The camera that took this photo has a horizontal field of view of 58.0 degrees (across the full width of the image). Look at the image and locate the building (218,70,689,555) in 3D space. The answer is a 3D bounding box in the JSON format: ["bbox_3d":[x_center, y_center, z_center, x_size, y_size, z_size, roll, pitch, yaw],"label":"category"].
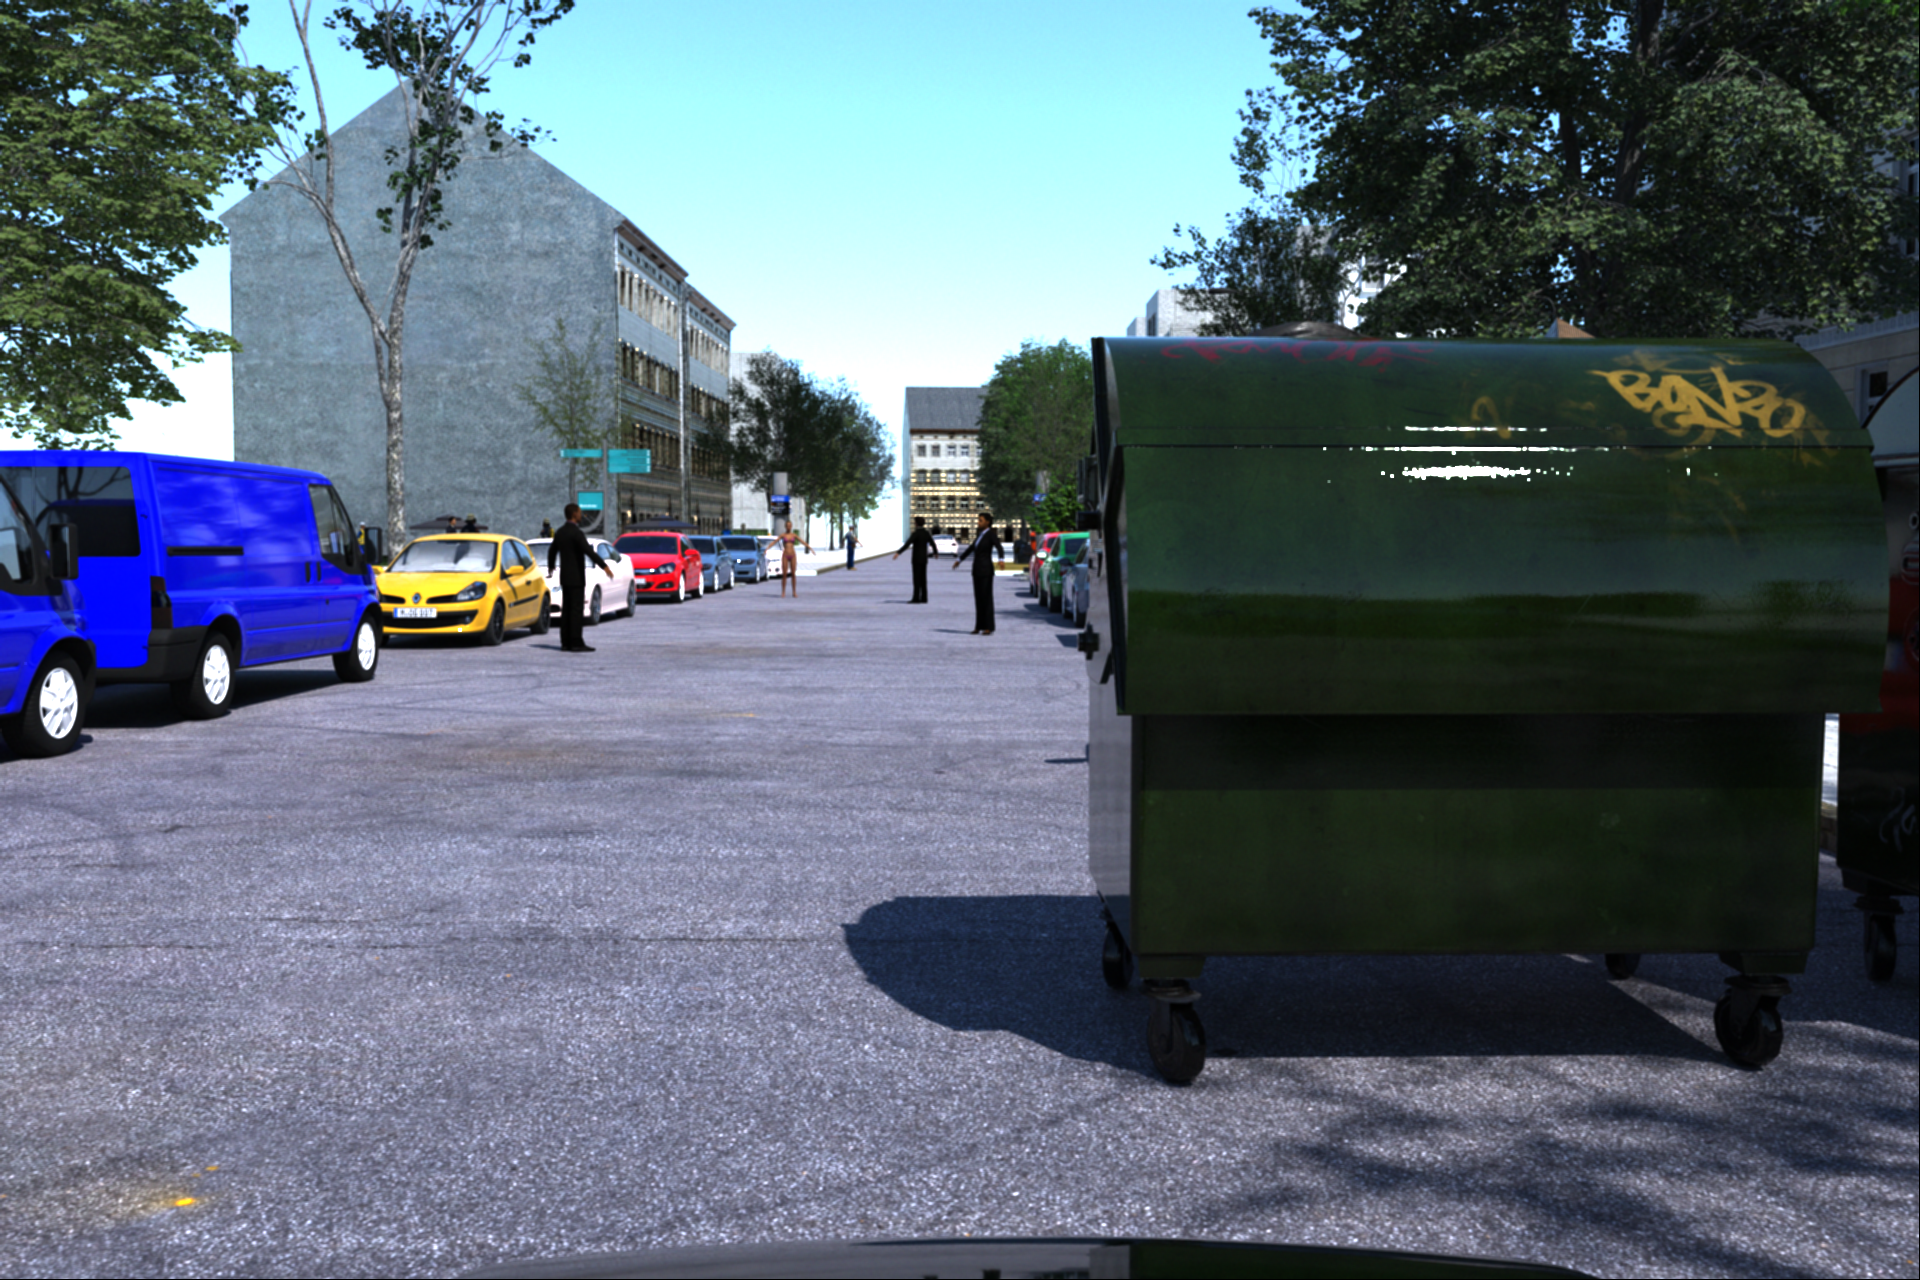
[{"bbox_3d":[-25.538,-15.952,91.747,19.493,23.208,18.063,0,4,1],"label":"building"}]

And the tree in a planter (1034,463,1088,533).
[{"bbox_3d":[2.793,-2.849,43.811,1.991,3.239,1.994,0,4,1],"label":"tree in a planter"}]

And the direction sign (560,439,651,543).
[{"bbox_3d":[-9.944,-3.698,49.231,2.525,3.948,1.411,0,4,0],"label":"direction sign"}]

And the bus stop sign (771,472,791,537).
[{"bbox_3d":[-7.674,-5.201,74.054,0.837,3.901,0.837,0,4,-1],"label":"bus stop sign"}]

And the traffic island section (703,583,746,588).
[{"bbox_3d":[-6.872,-1.485,47.149,1.991,0.108,1.994,0,3,0],"label":"traffic island section"}]

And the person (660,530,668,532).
[{"bbox_3d":[-12.306,-4.069,72.493,0.705,1.833,1.349,1,4,13],"label":"person"}]

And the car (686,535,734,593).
[{"bbox_3d":[-6.754,-1.927,43.506,2.014,1.417,4.499,0,4,1],"label":"car"}]

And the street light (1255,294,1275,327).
[{"bbox_3d":[6.452,-3.685,32.784,1.470,5.913,1.316,0,3,0],"label":"street light"}]

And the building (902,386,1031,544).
[{"bbox_3d":[0.940,-25.893,256.743,18.063,23.208,19.493,0,4,-5],"label":"building"}]

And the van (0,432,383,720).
[{"bbox_3d":[-6.673,-0.652,15.038,2.240,2.365,5.245,0,4,0],"label":"van"}]

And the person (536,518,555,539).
[{"bbox_3d":[-14.819,-3.440,62.029,0.705,1.856,1.354,1,4,22],"label":"person"}]

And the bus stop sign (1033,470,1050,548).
[{"bbox_3d":[3.461,-5.067,71.864,0.837,3.901,0.837,0,4,0],"label":"bus stop sign"}]

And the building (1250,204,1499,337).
[{"bbox_3d":[23.046,-15.271,106.093,16.016,20.090,11.380,0,4,0],"label":"building"}]

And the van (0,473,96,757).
[{"bbox_3d":[-6.723,-0.306,9.392,2.240,2.365,5.245,0,4,0],"label":"van"}]

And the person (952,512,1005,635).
[{"bbox_3d":[0.277,-0.945,24.635,0.721,1.740,1.216,-2,4,-34],"label":"person"}]

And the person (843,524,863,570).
[{"bbox_3d":[-4.347,-3.727,69.253,0.705,1.847,1.347,-3,4,-38],"label":"person"}]

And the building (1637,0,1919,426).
[{"bbox_3d":[25.389,-15.455,38.594,13.634,28.700,20.117,0,4,0],"label":"building"}]

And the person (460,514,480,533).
[{"bbox_3d":[-13.490,-2.571,47.902,1.351,1.845,0.704,2,4,34],"label":"person"}]

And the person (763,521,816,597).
[{"bbox_3d":[-3.865,-1.832,39.216,1.217,1.733,0.721,-1,4,-13],"label":"person"}]

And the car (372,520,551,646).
[{"bbox_3d":[-6.748,-0.804,23.365,2.015,1.641,3.980,0,4,0],"label":"car"}]

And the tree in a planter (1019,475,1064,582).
[{"bbox_3d":[2.801,-3.395,52.734,1.991,3.239,1.994,0,4,-1],"label":"tree in a planter"}]

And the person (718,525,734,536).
[{"bbox_3d":[-13.200,-5.616,97.954,1.347,1.817,0.704,0,4,-5],"label":"person"}]

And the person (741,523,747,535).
[{"bbox_3d":[-10.863,-4.927,86.677,0.705,1.813,1.348,-1,4,-9],"label":"person"}]

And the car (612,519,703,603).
[{"bbox_3d":[-6.630,-1.717,37.116,2.155,1.783,4.494,0,4,0],"label":"car"}]

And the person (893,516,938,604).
[{"bbox_3d":[-0.858,-1.660,35.788,0.705,1.806,1.347,3,5,40],"label":"person"}]

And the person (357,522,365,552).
[{"bbox_3d":[-24.474,-3.962,71.251,0.721,1.772,1.216,0,4,6],"label":"person"}]

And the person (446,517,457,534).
[{"bbox_3d":[-15.890,-2.952,54.315,0.704,1.823,1.345,0,4,4],"label":"person"}]

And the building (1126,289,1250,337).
[{"bbox_3d":[22.633,-16.330,133.454,16.747,18.905,31.486,0,3,0],"label":"building"}]

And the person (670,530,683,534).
[{"bbox_3d":[-13.157,-4.547,80.280,1.347,1.837,0.705,-3,5,-41],"label":"person"}]

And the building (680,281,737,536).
[{"bbox_3d":[-25.889,-17.429,115.901,19.493,23.208,18.063,0,4,1],"label":"building"}]

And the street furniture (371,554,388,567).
[{"bbox_3d":[-20.975,-3.350,70.403,5.734,0.657,10.072,0,4,-2],"label":"street furniture"}]

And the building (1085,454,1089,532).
[{"bbox_3d":[23.502,-20.209,196.866,16.747,18.905,31.486,0,4,0],"label":"building"}]

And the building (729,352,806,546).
[{"bbox_3d":[-26.212,-19.413,183.862,16.747,18.905,31.486,0,3,0],"label":"building"}]

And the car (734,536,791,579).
[{"bbox_3d":[-6.486,-2.711,56.692,2.083,1.381,4.827,0,3,0],"label":"car"}]

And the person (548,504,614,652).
[{"bbox_3d":[-4.698,-0.762,21.139,1.346,1.802,0.704,3,5,45],"label":"person"}]
